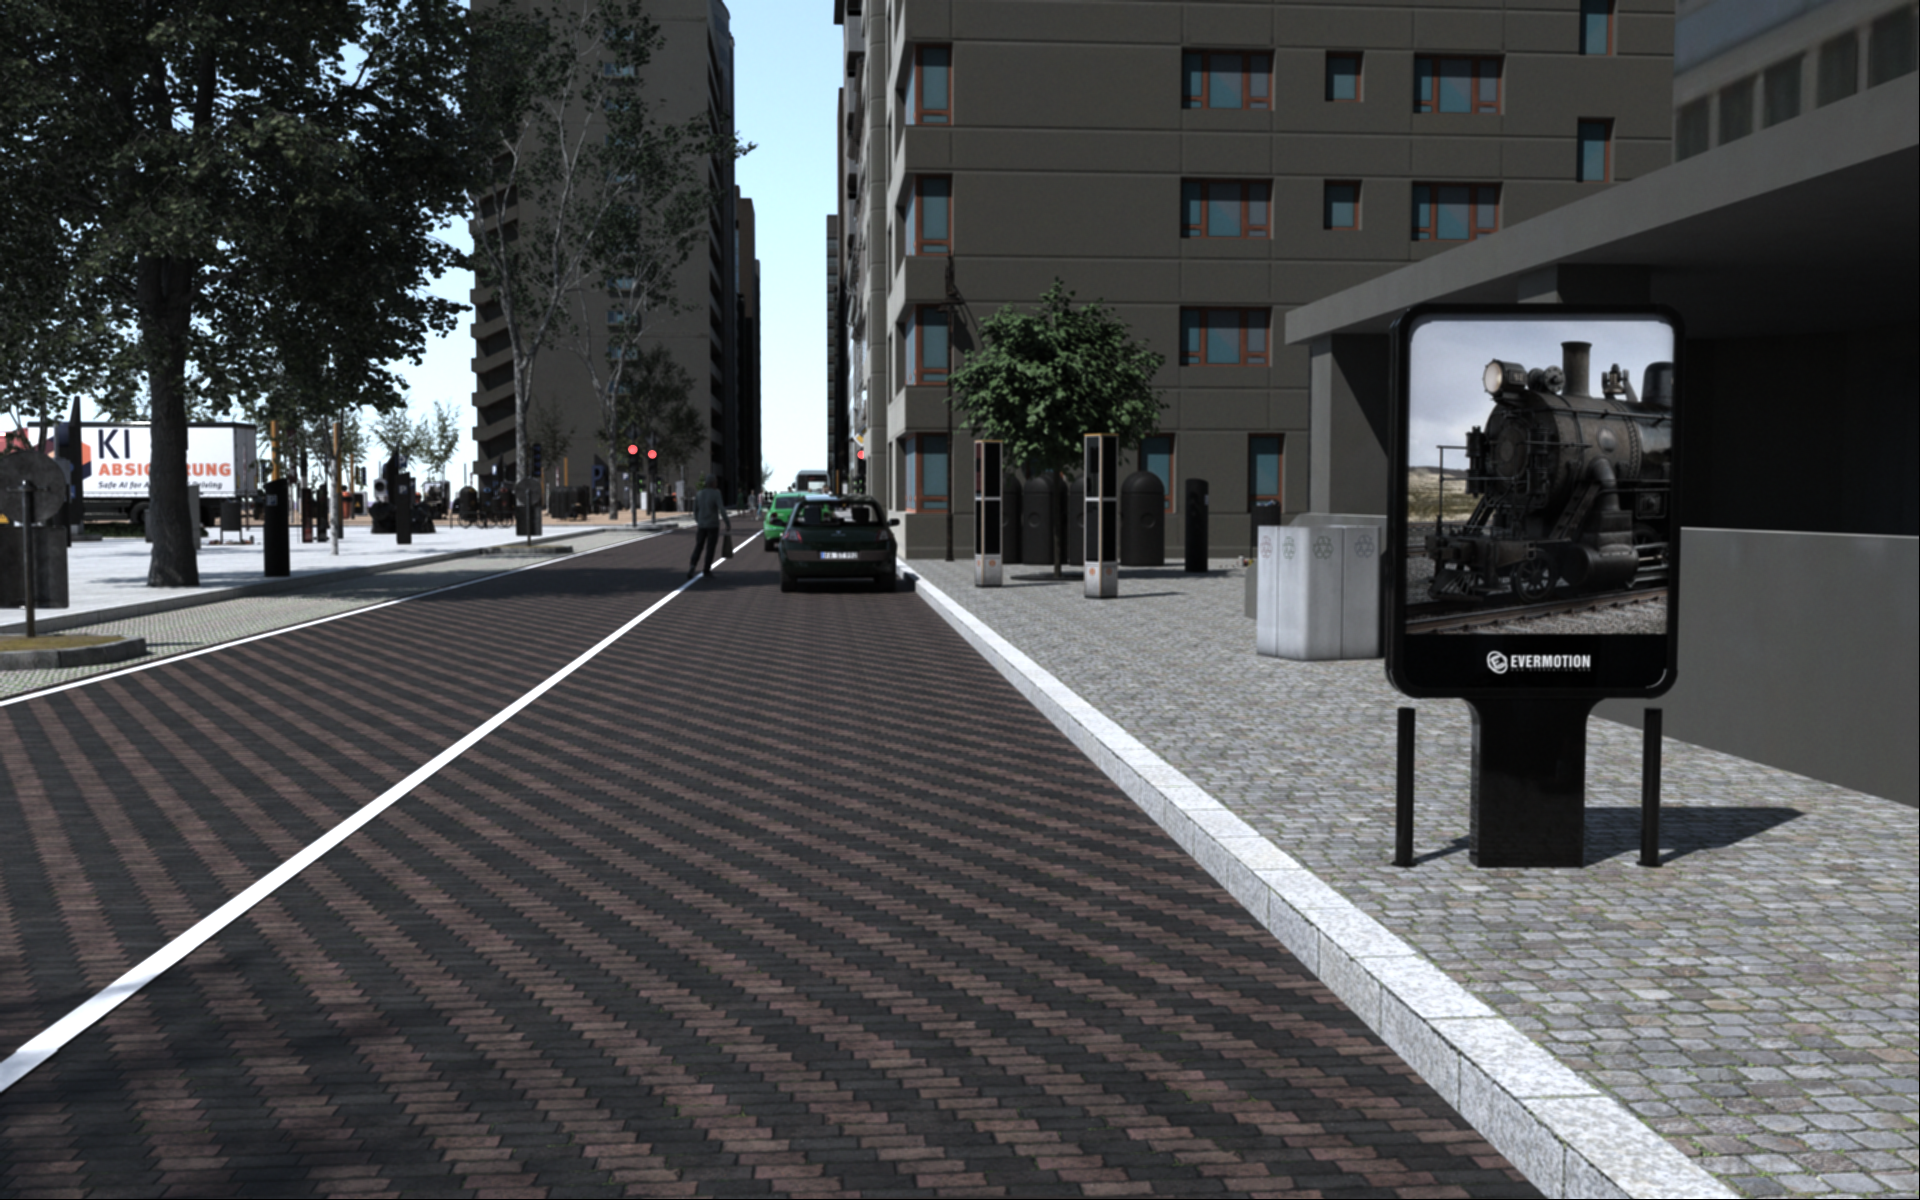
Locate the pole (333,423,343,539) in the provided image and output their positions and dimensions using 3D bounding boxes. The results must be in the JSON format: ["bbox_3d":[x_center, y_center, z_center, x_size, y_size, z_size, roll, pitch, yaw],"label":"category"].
[{"bbox_3d":[-17.853,-3.418,49.725,0.158,3.312,0.155,0,3,0],"label":"pole"}]

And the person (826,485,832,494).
[{"bbox_3d":[-6.105,-4.358,79.851,0.679,1.850,0.850,3,5,40],"label":"person"}]

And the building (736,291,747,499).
[{"bbox_3d":[-36.895,-28.592,239.176,14.160,30.474,14.107,0,4,-5],"label":"building"}]

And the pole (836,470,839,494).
[{"bbox_3d":[-10.278,-9.273,145.459,0.158,3.312,0.155,0,3,0],"label":"pole"}]

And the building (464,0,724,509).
[{"bbox_3d":[-33.231,-32.768,159.455,21.300,48.544,21.600,0,4,-5],"label":"building"}]

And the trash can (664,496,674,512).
[{"bbox_3d":[-20.925,-6.903,124.520,0.748,1.137,0.748,0,3,0],"label":"trash can"}]

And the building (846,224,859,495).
[{"bbox_3d":[-1.140,-17.138,122.003,13.314,21.916,24.055,0,4,-5],"label":"building"}]

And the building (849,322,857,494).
[{"bbox_3d":[-3.738,-17.589,142.324,10.420,20.320,16.860,0,4,-5],"label":"building"}]

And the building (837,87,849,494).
[{"bbox_3d":[-6.257,-32.906,188.126,14.600,45.320,14.200,0,4,-5],"label":"building"}]

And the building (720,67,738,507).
[{"bbox_3d":[-30.931,-32.311,178.394,14.600,45.320,14.200,0,4,-5],"label":"building"}]

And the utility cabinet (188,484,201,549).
[{"bbox_3d":[-17.921,-1.901,39.760,1.173,1.500,0.318,2,4,35],"label":"utility cabinet"}]

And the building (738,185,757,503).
[{"bbox_3d":[-37.083,-36.933,253.959,14.600,45.320,14.200,0,4,-5],"label":"building"}]

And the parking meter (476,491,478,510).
[{"bbox_3d":[-37.749,-7.735,134.884,0.372,1.533,0.369,0,3,0],"label":"parking meter"}]

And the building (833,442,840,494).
[{"bbox_3d":[-4.138,-54.863,209.685,22.319,86.520,31.000,0,4,-5],"label":"building"}]

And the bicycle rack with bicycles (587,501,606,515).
[{"bbox_3d":[-23.369,-5.707,106.691,2.852,0.926,2.925,-2,4,-31],"label":"bicycle rack with bicycles"}]

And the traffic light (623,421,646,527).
[{"bbox_3d":[-12.493,-4.742,66.451,0.839,4.253,0.868,0,4,-5],"label":"traffic light"}]

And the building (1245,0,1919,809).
[{"bbox_3d":[19.608,-19.537,11.309,32.217,40.220,23.993,0,4,-5],"label":"building"}]

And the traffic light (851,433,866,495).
[{"bbox_3d":[-4.286,-5.275,75.171,0.839,4.253,0.868,0,4,-5],"label":"traffic light"}]

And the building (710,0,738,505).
[{"bbox_3d":[-36.921,-40.167,198.729,21.231,58.520,28.212,0,4,-5],"label":"building"}]

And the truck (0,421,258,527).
[{"bbox_3d":[-33.761,-4.847,68.162,11.283,4.237,2.839,0,4,-3],"label":"truck"}]

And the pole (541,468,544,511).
[{"bbox_3d":[-32.295,-8.573,134.015,0.158,3.312,0.155,0,3,0],"label":"pole"}]

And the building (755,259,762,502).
[{"bbox_3d":[-40.890,-37.255,292.713,14.154,41.232,14.086,0,4,-5],"label":"building"}]

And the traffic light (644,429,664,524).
[{"bbox_3d":[-13.165,-5.229,74.408,0.839,4.253,0.868,0,4,-5],"label":"traffic light"}]

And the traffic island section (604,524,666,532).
[{"bbox_3d":[-12.533,-2.710,66.583,2.009,0.180,2.903,0,4,-5],"label":"traffic island section"}]

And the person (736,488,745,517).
[{"bbox_3d":[-13.522,-5.999,106.831,0.529,1.795,0.600,1,4,11],"label":"person"}]

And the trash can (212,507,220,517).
[{"bbox_3d":[-41.284,-5.184,96.406,0.748,1.137,0.748,0,3,0],"label":"trash can"}]

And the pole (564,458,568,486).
[{"bbox_3d":[-21.948,-6.283,96.564,0.158,3.312,0.155,0,3,0],"label":"pole"}]

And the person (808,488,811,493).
[{"bbox_3d":[-9.383,-6.093,108.472,0.624,1.780,0.694,2,4,34],"label":"person"}]

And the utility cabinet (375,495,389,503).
[{"bbox_3d":[-31.990,-5.177,95.809,1.020,1.237,0.306,3,5,43],"label":"utility cabinet"}]

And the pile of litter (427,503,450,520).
[{"bbox_3d":[-26.183,-4.403,85.950,1.719,0.858,1.176,2,4,24],"label":"pile of litter"}]

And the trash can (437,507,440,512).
[{"bbox_3d":[-32.842,-5.913,108.339,0.748,1.137,0.748,0,3,0],"label":"trash can"}]

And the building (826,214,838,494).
[{"bbox_3d":[-12.576,-34.967,255.308,14.154,41.232,14.086,0,4,-5],"label":"building"}]

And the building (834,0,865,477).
[{"bbox_3d":[2.415,-35.381,167.716,28.713,52.752,27.495,0,4,-5],"label":"building"}]

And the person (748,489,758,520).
[{"bbox_3d":[-11.544,-5.324,96.551,0.512,1.701,0.522,-1,4,-17],"label":"person"}]

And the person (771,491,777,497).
[{"bbox_3d":[-19.287,-10.446,179.830,0.750,1.759,0.617,-2,4,-32],"label":"person"}]

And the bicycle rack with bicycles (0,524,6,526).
[{"bbox_3d":[-17.695,-1.030,30.215,2.925,0.926,2.852,-1,4,-10],"label":"bicycle rack with bicycles"}]

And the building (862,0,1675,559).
[{"bbox_3d":[11.495,-12.464,48.831,27.650,21.520,28.899,0,4,-5],"label":"building"}]

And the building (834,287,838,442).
[{"bbox_3d":[-10.541,-28.745,241.687,14.160,30.474,14.107,0,4,-5],"label":"building"}]

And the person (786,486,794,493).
[{"bbox_3d":[-9.033,-5.189,93.152,0.655,1.846,0.447,-3,4,-36],"label":"person"}]

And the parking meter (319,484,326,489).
[{"bbox_3d":[-35.323,-5.527,96.080,0.399,1.863,0.255,1,4,16],"label":"parking meter"}]

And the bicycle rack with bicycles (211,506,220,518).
[{"bbox_3d":[-40.471,-4.871,93.030,2.925,0.926,2.852,-1,4,-16],"label":"bicycle rack with bicycles"}]

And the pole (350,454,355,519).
[{"bbox_3d":[-30.952,-5.771,88.201,0.158,3.312,0.155,0,3,0],"label":"pole"}]

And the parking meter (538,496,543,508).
[{"bbox_3d":[-34.319,-8.313,141.624,0.255,1.863,0.399,1,4,23],"label":"parking meter"}]

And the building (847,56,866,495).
[{"bbox_3d":[0.175,-18.352,97.326,12.463,27.353,25.104,0,4,-5],"label":"building"}]

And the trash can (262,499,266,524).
[{"bbox_3d":[-21.199,-2.564,53.575,0.748,1.137,0.748,0,3,0],"label":"trash can"}]

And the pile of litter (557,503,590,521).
[{"bbox_3d":[-18.251,-4.176,82.248,1.719,0.858,1.176,1,4,18],"label":"pile of litter"}]

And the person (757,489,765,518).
[{"bbox_3d":[-12.174,-5.885,105.553,0.643,1.720,0.563,-1,4,-21],"label":"person"}]

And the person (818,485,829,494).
[{"bbox_3d":[-6.070,-4.184,76.873,0.622,1.834,0.822,-3,5,-41],"label":"person"}]

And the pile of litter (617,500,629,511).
[{"bbox_3d":[-26.244,-7.357,134.252,1.176,0.858,1.719,0,4,3],"label":"pile of litter"}]

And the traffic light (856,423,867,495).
[{"bbox_3d":[-3.614,-4.789,67.215,0.839,4.253,0.868,0,4,-5],"label":"traffic light"}]

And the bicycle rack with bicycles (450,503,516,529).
[{"bbox_3d":[-17.835,-3.159,65.037,2.925,0.926,2.852,2,4,30],"label":"bicycle rack with bicycles"}]

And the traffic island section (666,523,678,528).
[{"bbox_3d":[-13.206,-3.196,74.540,2.009,0.180,2.903,0,4,-5],"label":"traffic island section"}]

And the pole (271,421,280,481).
[{"bbox_3d":[-19.042,-3.327,48.241,0.158,3.312,0.155,0,3,0],"label":"pole"}]

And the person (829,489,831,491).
[{"bbox_3d":[-6.769,-4.985,90.346,0.599,1.781,0.374,1,4,19],"label":"person"}]
